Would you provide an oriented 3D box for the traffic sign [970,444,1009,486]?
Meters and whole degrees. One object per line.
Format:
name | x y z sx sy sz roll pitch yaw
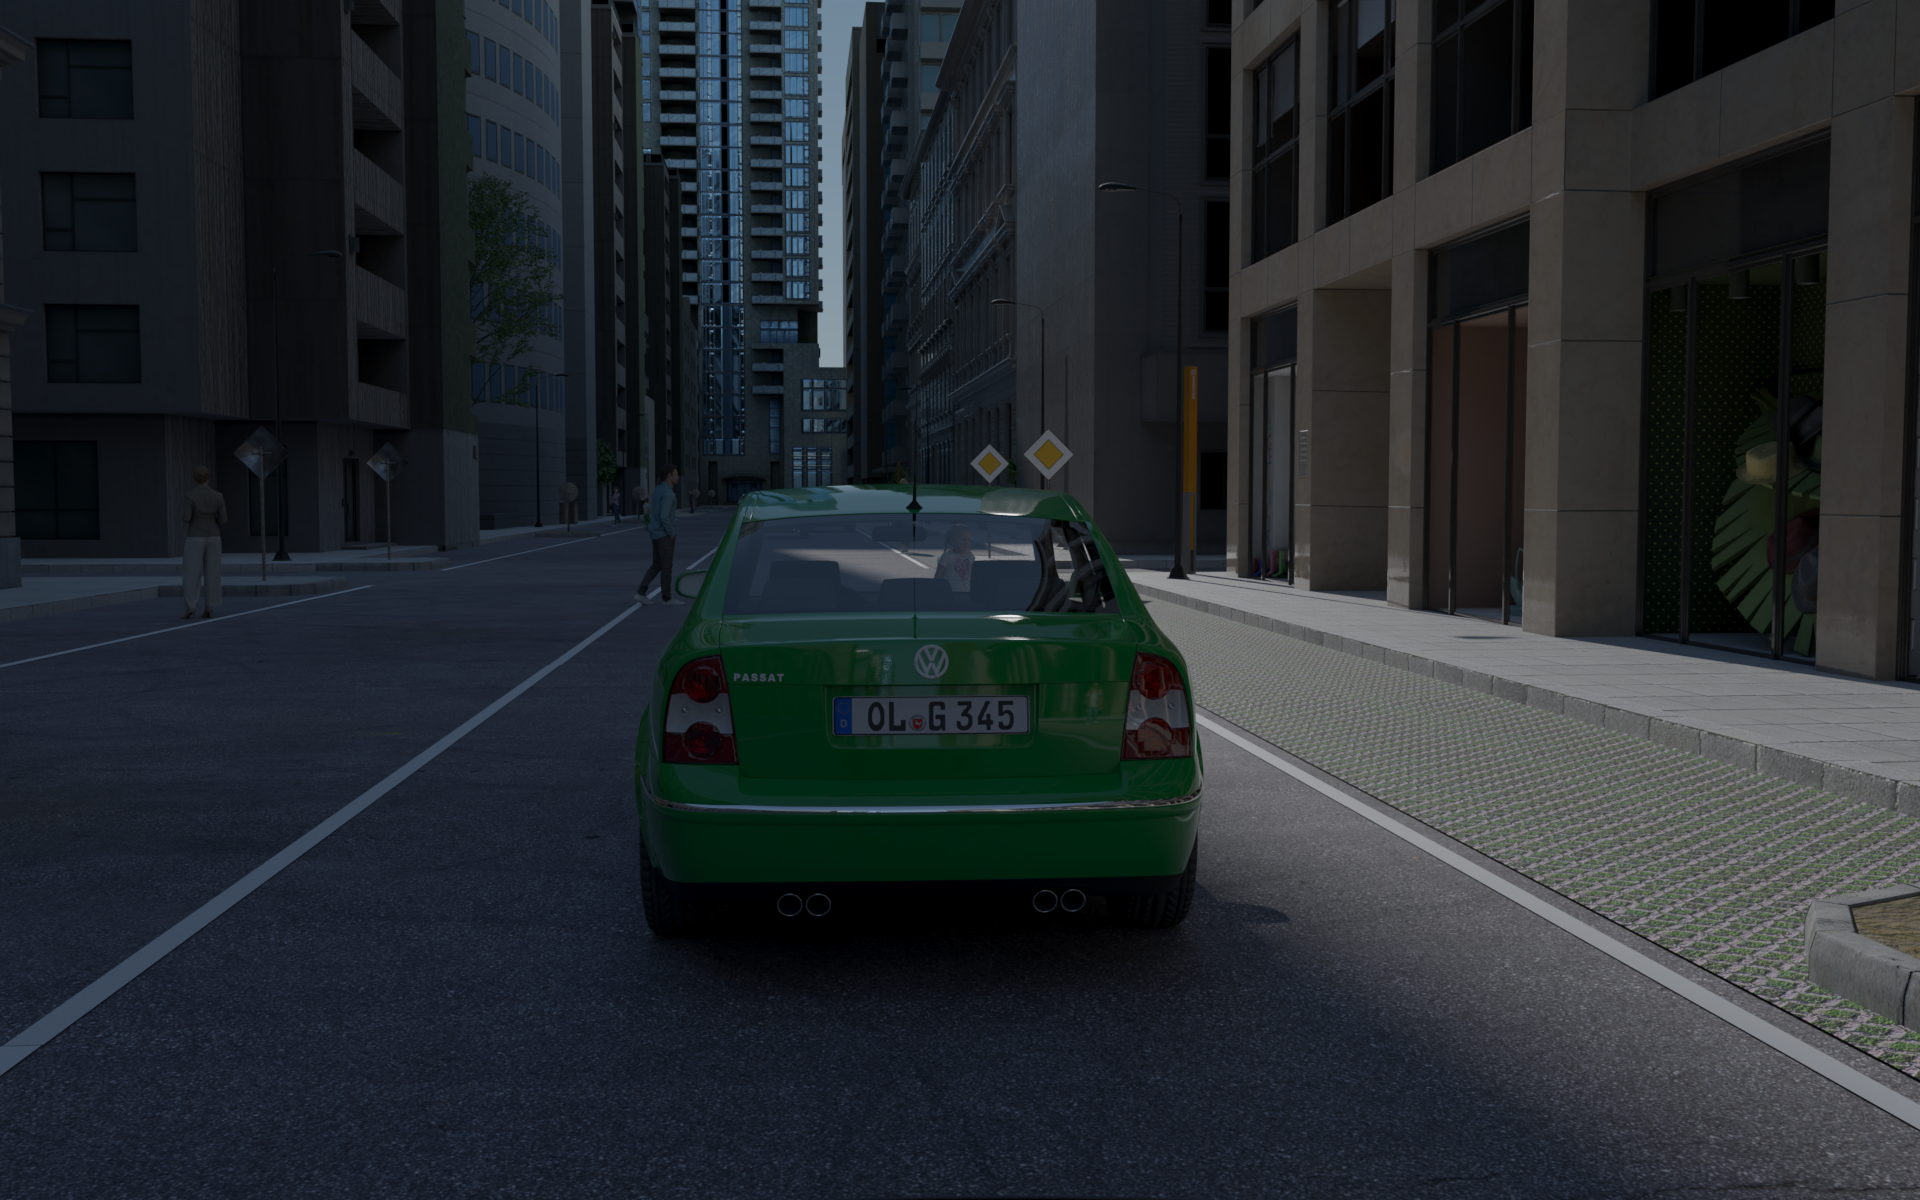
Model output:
traffic sign | 0.588 -1.893 34.598 0.795 2.450 0.064 0 4 -6

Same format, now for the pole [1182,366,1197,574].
pole | 3.690 -2.076 27.791 0.158 3.312 0.155 0 3 0

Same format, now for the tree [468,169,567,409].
tree | -15.554 -7.743 52.355 9.928 11.665 9.643 0 3 0

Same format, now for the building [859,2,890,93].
building | -1.858 -31.002 156.998 14.600 45.320 14.200 0 4 -6

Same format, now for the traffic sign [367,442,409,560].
traffic sign | -11.055 -1.826 33.497 0.795 2.450 0.064 0 4 -6

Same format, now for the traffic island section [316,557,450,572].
traffic island section | -11.077 -0.690 33.557 2.009 0.180 2.903 0 4 -6

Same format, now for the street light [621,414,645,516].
street light | -18.904 -7.803 100.113 1.470 5.913 1.316 0 4 -6

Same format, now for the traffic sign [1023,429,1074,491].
traffic sign | 1.356 -1.407 26.650 0.795 2.450 0.064 0 4 -6

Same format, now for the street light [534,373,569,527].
street light | -15.733 -5.762 66.745 1.470 5.913 1.316 0 4 -6

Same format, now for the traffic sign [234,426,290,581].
traffic sign | -10.286 -1.340 25.549 0.795 2.450 0.064 0 4 -6

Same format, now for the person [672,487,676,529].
person | -11.124 -3.536 66.535 0.478 1.798 0.641 2 4 28

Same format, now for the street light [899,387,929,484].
street light | -1.935 -6.288 75.356 1.470 5.913 1.316 0 4 -6

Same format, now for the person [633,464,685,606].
person | -3.876 -0.840 22.256 0.620 1.820 0.660 -2 4 -31

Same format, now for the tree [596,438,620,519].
tree | -19.528 -6.569 91.117 4.285 4.588 4.351 0 3 0

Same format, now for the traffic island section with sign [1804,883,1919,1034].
traffic island section with sign | 3.510 0.241 4.682 1.989 1.847 2.006 0 4 -6

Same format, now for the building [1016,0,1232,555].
building | 17.092 -13.651 42.264 30.058 24.678 14.314 0 4 -6

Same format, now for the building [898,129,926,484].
building | 2.536 -16.604 100.357 11.050 23.489 19.941 0 4 -6

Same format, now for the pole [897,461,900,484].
pole | -3.813 -6.948 107.437 0.158 3.312 0.155 0 3 0

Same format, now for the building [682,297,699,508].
building | -40.997 -19.848 169.556 28.899 21.520 27.650 0 4 -6

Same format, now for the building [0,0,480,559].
building | -19.584 -16.373 39.394 14.160 30.474 14.107 0 4 -6

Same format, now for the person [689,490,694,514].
person | -19.681 -7.181 126.828 0.530 1.710 0.541 1 4 15

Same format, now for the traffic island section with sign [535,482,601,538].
traffic island section with sign | -13.120 -3.024 58.078 1.989 1.847 2.006 0 4 -6

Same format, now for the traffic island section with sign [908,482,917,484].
traffic island section with sign | -1.767 -3.091 59.162 1.989 1.847 2.006 0 4 -6

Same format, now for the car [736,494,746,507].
car | -17.681 -8.143 144.943 2.131 1.459 4.920 0 4 -5

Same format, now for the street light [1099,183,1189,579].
street light | 2.769 -3.274 26.066 1.470 5.913 1.316 0 4 -6

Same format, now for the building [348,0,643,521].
building | -25.948 -20.098 100.307 14.160 30.474 14.107 0 4 -6

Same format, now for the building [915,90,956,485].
building | 3.418 -14.202 81.361 9.793 20.994 18.267 0 4 -6

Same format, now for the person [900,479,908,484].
person | -1.433 -2.061 42.383 0.709 1.800 0.728 -1 4 -9

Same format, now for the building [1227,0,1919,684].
building | 15.379 -12.595 10.447 19.350 26.468 34.151 0 4 -6

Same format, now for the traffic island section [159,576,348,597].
traffic island section | -10.309 -0.204 25.609 2.009 0.180 2.903 0 4 -6

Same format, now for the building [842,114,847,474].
building | -6.304 -33.674 200.684 14.200 45.320 14.600 0 4 -6

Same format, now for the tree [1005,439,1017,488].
tree | 1.903 -3.401 50.212 1.663 3.219 1.824 0 3 0

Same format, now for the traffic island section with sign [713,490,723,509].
traffic island section with sign | -23.194 -9.396 162.256 1.989 1.847 2.006 0 4 -6

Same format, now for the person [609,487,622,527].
person | -15.121 -4.108 76.258 0.643 1.750 0.593 -3 4 -37

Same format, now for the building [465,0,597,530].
building | -27.276 -32.299 70.082 21.231 58.520 28.212 0 4 -6

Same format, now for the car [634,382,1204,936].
car | -0.231 0.108 7.034 1.959 1.807 4.718 0 4 -4

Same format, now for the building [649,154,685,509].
building | -30.894 -22.909 146.262 14.160 30.474 14.107 0 4 -6

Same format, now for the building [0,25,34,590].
building | -29.277 -12.065 16.353 34.723 24.649 14.460 0 4 -6

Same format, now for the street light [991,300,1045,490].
street light | 1.448 -4.221 41.561 1.470 5.913 1.316 0 4 -6

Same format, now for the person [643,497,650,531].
person | -12.077 -3.301 66.723 0.306 1.304 0.590 0 4 7

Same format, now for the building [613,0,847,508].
building | -29.096 -54.291 200.324 31.000 86.520 22.319 0 4 -6

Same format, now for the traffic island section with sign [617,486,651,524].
traffic island section with sign | -15.733 -4.671 85.006 1.989 1.847 2.006 0 4 -6

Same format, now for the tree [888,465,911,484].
tree | -4.173 -7.428 116.047 1.663 3.219 1.824 0 3 0

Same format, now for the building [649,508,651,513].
building | -32.716 -49.464 121.402 22.319 86.520 31.000 0 4 -6

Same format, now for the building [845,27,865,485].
building | -0.508 -33.717 174.979 21.300 48.544 21.600 0 4 -6

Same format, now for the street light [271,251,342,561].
street light | -12.502 -3.709 33.175 1.470 5.913 1.316 0 4 -6

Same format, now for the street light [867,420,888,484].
street light | -5.140 -8.349 109.047 1.470 5.913 1.316 0 4 -6

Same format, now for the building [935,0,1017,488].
building | 5.740 -13.799 61.772 11.583 22.565 21.152 0 4 -6

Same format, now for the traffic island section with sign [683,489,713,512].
traffic island section with sign | -20.602 -7.755 135.425 1.989 1.847 2.006 0 4 -6

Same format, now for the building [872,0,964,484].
building | 5.381 -31.516 134.898 23.786 49.044 30.456 0 4 -6

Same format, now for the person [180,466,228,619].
person | -8.741 -0.668 19.977 0.519 1.759 0.362 -3 5 -42
